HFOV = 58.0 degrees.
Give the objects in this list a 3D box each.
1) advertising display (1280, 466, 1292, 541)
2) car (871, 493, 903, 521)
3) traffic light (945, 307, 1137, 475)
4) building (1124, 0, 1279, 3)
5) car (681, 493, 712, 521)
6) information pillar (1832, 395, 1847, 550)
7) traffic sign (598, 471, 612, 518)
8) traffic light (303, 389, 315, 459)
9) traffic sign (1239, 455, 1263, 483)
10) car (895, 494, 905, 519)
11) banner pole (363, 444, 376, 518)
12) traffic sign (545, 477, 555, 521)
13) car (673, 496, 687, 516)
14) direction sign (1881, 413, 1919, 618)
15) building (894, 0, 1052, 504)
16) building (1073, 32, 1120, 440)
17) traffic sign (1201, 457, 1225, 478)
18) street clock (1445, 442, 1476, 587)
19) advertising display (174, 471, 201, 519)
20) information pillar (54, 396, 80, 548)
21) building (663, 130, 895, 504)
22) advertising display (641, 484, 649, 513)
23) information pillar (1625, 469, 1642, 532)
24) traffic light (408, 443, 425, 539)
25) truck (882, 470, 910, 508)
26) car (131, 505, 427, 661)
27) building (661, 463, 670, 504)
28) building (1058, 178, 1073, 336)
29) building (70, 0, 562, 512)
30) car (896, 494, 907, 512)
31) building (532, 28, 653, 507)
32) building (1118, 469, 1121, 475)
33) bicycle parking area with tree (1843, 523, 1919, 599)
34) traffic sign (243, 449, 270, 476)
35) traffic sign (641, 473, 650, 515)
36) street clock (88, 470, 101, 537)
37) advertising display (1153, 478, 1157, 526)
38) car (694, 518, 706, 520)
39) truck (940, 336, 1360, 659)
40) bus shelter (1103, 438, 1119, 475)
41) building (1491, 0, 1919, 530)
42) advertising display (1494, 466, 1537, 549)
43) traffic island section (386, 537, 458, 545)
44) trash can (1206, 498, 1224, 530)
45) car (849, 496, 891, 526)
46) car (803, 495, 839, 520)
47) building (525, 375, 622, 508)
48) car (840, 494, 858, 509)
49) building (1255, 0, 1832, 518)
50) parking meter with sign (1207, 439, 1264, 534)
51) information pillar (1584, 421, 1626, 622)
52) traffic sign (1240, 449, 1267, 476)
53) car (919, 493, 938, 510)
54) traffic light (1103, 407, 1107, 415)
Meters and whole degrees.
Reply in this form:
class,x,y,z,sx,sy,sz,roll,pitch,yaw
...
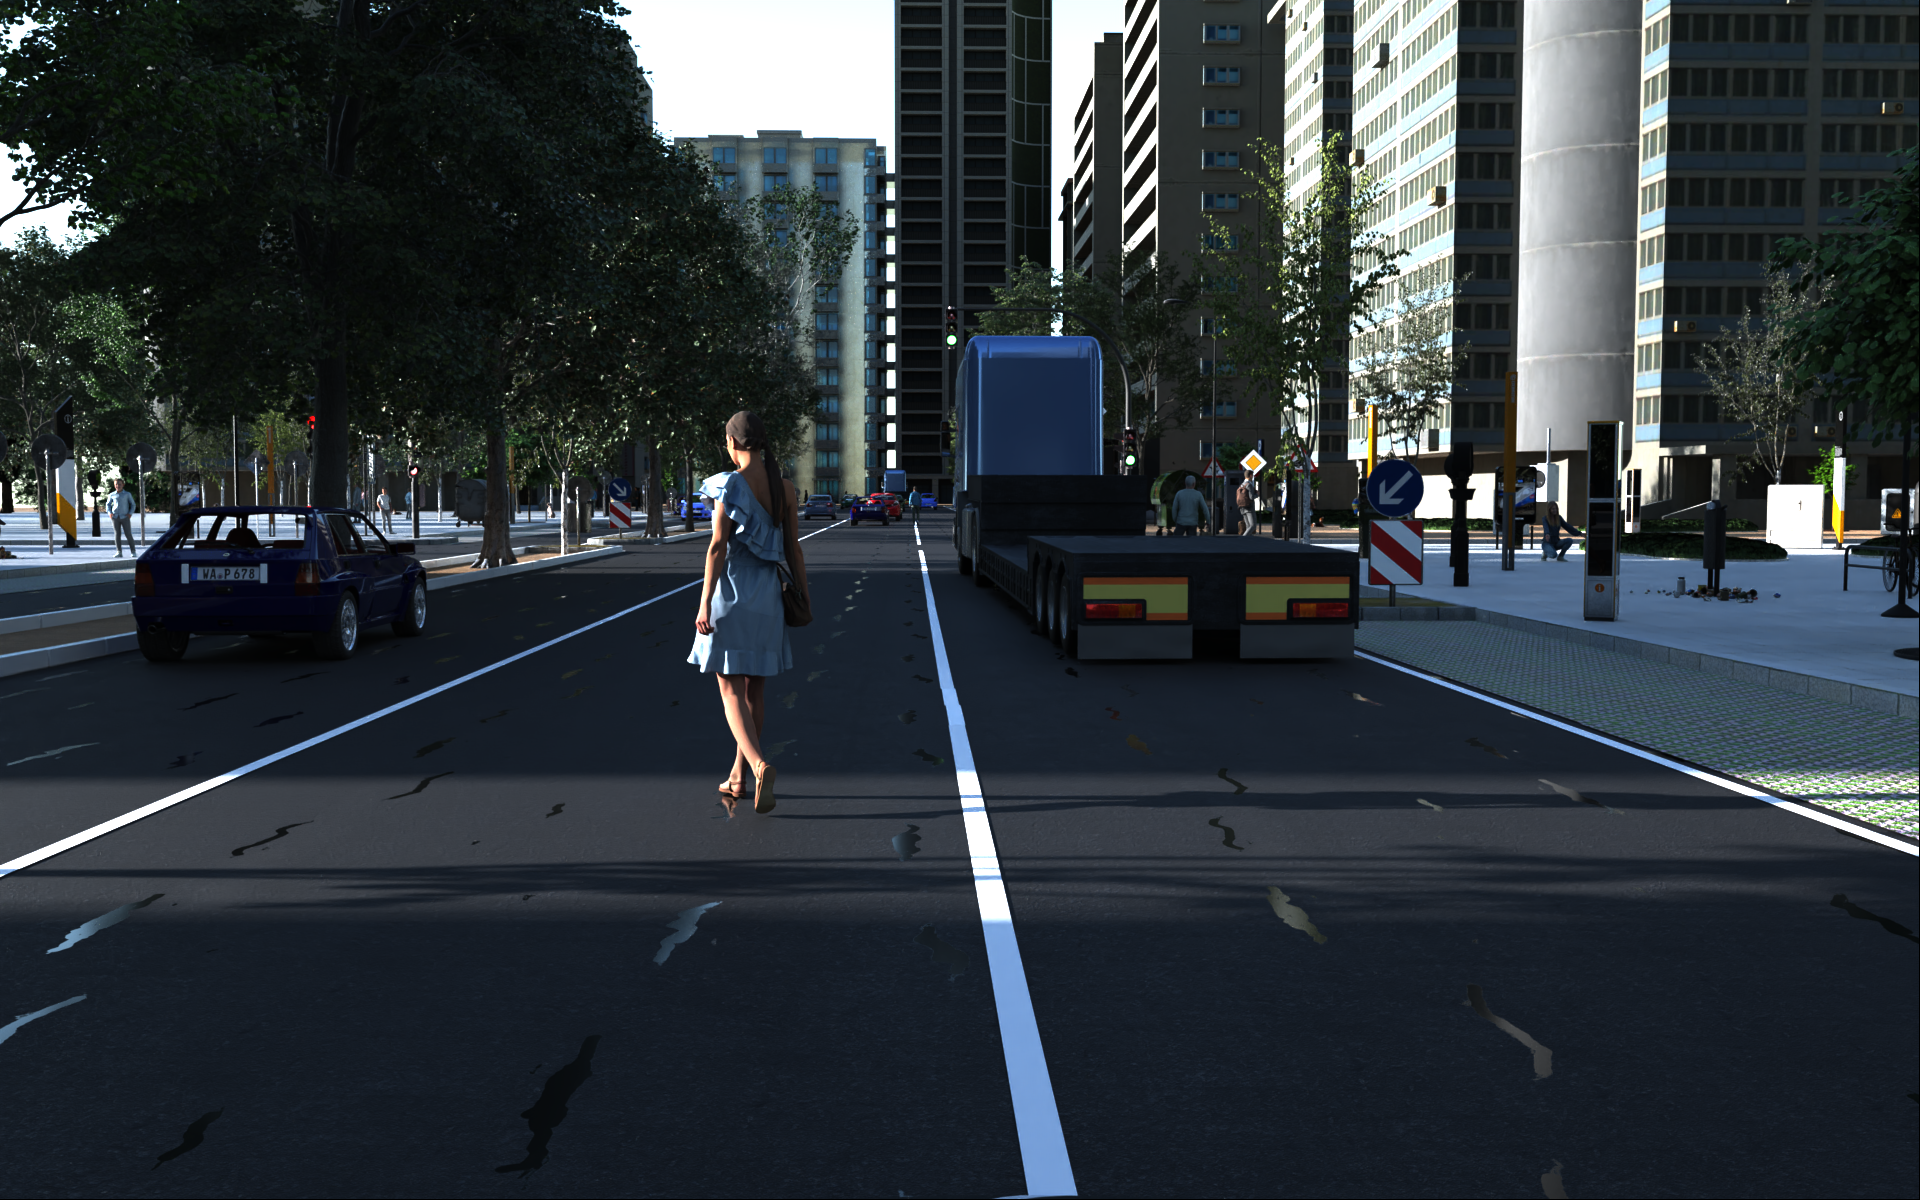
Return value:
class,x,y,z,sx,sy,sz,roll,pitch,yaw
advertising display,7.548,-2.134,40.107,0.123,1.923,0.974,0,4,3
car,-4.083,-5.079,92.086,2.155,1.783,4.494,0,4,-3
traffic light,2.010,-4.136,42.286,4.771,5.953,1.251,0,4,-2
building,24.706,-31.368,136.569,21.300,48.544,21.600,0,4,-2
car,-13.920,-5.099,92.962,1.945,1.707,3.694,0,3,0
information pillar,20.218,-2.962,39.790,0.183,3.616,0.504,0,4,7
traffic sign,-19.369,-5.767,94.397,0.768,2.556,0.104,0,4,1
traffic light,-15.454,-3.240,41.901,0.839,4.253,0.868,0,4,-2
traffic sign,9.325,-3.396,55.637,0.768,2.556,0.104,0,4,1
car,-4.255,-5.405,100.163,2.131,1.459,4.920,0,4,-3
banner pole,-17.923,-3.821,52.485,0.863,3.779,0.401,3,5,42
traffic sign,-19.439,-4.972,81.302,0.884,2.594,0.081,0,4,3
car,-17.337,-6.009,110.819,1.945,1.354,3.894,0,4,-3
direction sign,9.837,-1.590,17.992,0.379,3.537,0.876,3,5,39
building,1.758,-48.374,229.164,20.611,71.187,20.563,0,4,-2
building,23.350,-34.017,179.873,21.300,48.544,21.600,0,4,-2
traffic sign,8.225,-3.435,56.165,0.884,2.594,0.081,0,4,3
street clock,6.971,-1.190,24.032,0.358,2.002,0.471,1,4,22
advertising display,-22.147,-2.719,49.665,0.123,1.923,0.974,1,4,14
information pillar,-21.276,-3.049,41.207,0.183,3.616,0.504,1,4,20
building,-23.808,-37.369,230.590,30.456,49.044,23.786,0,4,-2
advertising display,-20.943,-6.789,116.218,0.974,1.923,0.123,-3,4,-38
information pillar,19.628,-2.814,50.495,0.304,2.012,0.304,-1,4,-18
traffic light,-13.600,-4.606,49.979,4.771,5.953,1.251,0,4,-2
truck,-6.894,-12.144,188.317,2.967,4.110,18.799,0,4,-4
car,-6.221,-0.224,16.245,1.945,1.354,3.894,0,4,-4
building,-45.954,-33.189,226.241,14.086,41.232,14.154,0,4,-2
building,26.450,-35.309,231.927,28.867,44.769,22.147,0,4,-2
building,-48.172,-27.221,136.941,32.217,40.220,23.993,0,4,-2
car,-5.422,-7.958,141.911,2.131,1.459,4.920,0,4,-3
building,-43.521,-33.914,178.193,21.600,48.544,21.300,0,4,-2
building,24.219,-43.978,157.295,20.563,71.187,20.611,0,4,-2
bicycle parking area with tree,15.100,-2.006,19.801,8.231,4.147,9.016,1,4,17
traffic sign,-20.481,-3.101,50.441,0.795,2.593,0.064,0,4,0
traffic sign,-19.298,-6.520,106.710,0.768,2.556,0.104,0,4,3
street clock,-25.941,-2.899,51.971,0.358,2.002,0.471,-1,4,-9
advertising display,8.168,-3.956,69.896,0.974,1.923,0.123,-3,5,-40
car,-14.018,-5.528,99.062,2.281,1.827,5.304,0,4,0
truck,1.599,-2.077,23.723,2.967,4.110,18.799,0,4,-3
bus shelter,5.477,-4.961,72.403,1.731,3.624,6.357,0,4,-2
building,31.293,-23.505,76.181,23.993,40.220,32.217,0,4,-2
advertising display,12.872,-2.136,40.140,0.974,1.923,0.123,0,4,-8
traffic island section,-15.729,-1.696,50.017,2.009,0.180,2.903,0,4,-2
trash can,9.027,-3.036,61.291,0.748,1.137,0.748,0,3,0
car,-4.127,-4.089,79.432,1.945,1.354,3.894,0,4,-1
car,-7.835,-5.221,97.358,2.014,1.417,4.499,0,4,-3
building,-38.877,-23.537,156.533,14.160,30.474,14.107,0,4,-2
car,-10.466,-9.417,165.759,2.131,1.459,4.920,0,4,-1
building,34.768,-25.828,114.170,32.217,40.220,23.993,0,4,-2
parking meter with sign,8.751,-3.600,55.125,1.738,3.016,0.543,0,4,-3
information pillar,6.514,-0.798,17.539,0.304,2.012,0.304,2,4,28
traffic sign,8.617,-3.122,50.783,0.795,2.593,0.064,0,4,6
car,-2.941,-9.002,156.765,1.945,1.707,3.694,0,4,-3
traffic light,3.864,-3.764,50.470,0.839,4.253,0.868,0,4,-2
